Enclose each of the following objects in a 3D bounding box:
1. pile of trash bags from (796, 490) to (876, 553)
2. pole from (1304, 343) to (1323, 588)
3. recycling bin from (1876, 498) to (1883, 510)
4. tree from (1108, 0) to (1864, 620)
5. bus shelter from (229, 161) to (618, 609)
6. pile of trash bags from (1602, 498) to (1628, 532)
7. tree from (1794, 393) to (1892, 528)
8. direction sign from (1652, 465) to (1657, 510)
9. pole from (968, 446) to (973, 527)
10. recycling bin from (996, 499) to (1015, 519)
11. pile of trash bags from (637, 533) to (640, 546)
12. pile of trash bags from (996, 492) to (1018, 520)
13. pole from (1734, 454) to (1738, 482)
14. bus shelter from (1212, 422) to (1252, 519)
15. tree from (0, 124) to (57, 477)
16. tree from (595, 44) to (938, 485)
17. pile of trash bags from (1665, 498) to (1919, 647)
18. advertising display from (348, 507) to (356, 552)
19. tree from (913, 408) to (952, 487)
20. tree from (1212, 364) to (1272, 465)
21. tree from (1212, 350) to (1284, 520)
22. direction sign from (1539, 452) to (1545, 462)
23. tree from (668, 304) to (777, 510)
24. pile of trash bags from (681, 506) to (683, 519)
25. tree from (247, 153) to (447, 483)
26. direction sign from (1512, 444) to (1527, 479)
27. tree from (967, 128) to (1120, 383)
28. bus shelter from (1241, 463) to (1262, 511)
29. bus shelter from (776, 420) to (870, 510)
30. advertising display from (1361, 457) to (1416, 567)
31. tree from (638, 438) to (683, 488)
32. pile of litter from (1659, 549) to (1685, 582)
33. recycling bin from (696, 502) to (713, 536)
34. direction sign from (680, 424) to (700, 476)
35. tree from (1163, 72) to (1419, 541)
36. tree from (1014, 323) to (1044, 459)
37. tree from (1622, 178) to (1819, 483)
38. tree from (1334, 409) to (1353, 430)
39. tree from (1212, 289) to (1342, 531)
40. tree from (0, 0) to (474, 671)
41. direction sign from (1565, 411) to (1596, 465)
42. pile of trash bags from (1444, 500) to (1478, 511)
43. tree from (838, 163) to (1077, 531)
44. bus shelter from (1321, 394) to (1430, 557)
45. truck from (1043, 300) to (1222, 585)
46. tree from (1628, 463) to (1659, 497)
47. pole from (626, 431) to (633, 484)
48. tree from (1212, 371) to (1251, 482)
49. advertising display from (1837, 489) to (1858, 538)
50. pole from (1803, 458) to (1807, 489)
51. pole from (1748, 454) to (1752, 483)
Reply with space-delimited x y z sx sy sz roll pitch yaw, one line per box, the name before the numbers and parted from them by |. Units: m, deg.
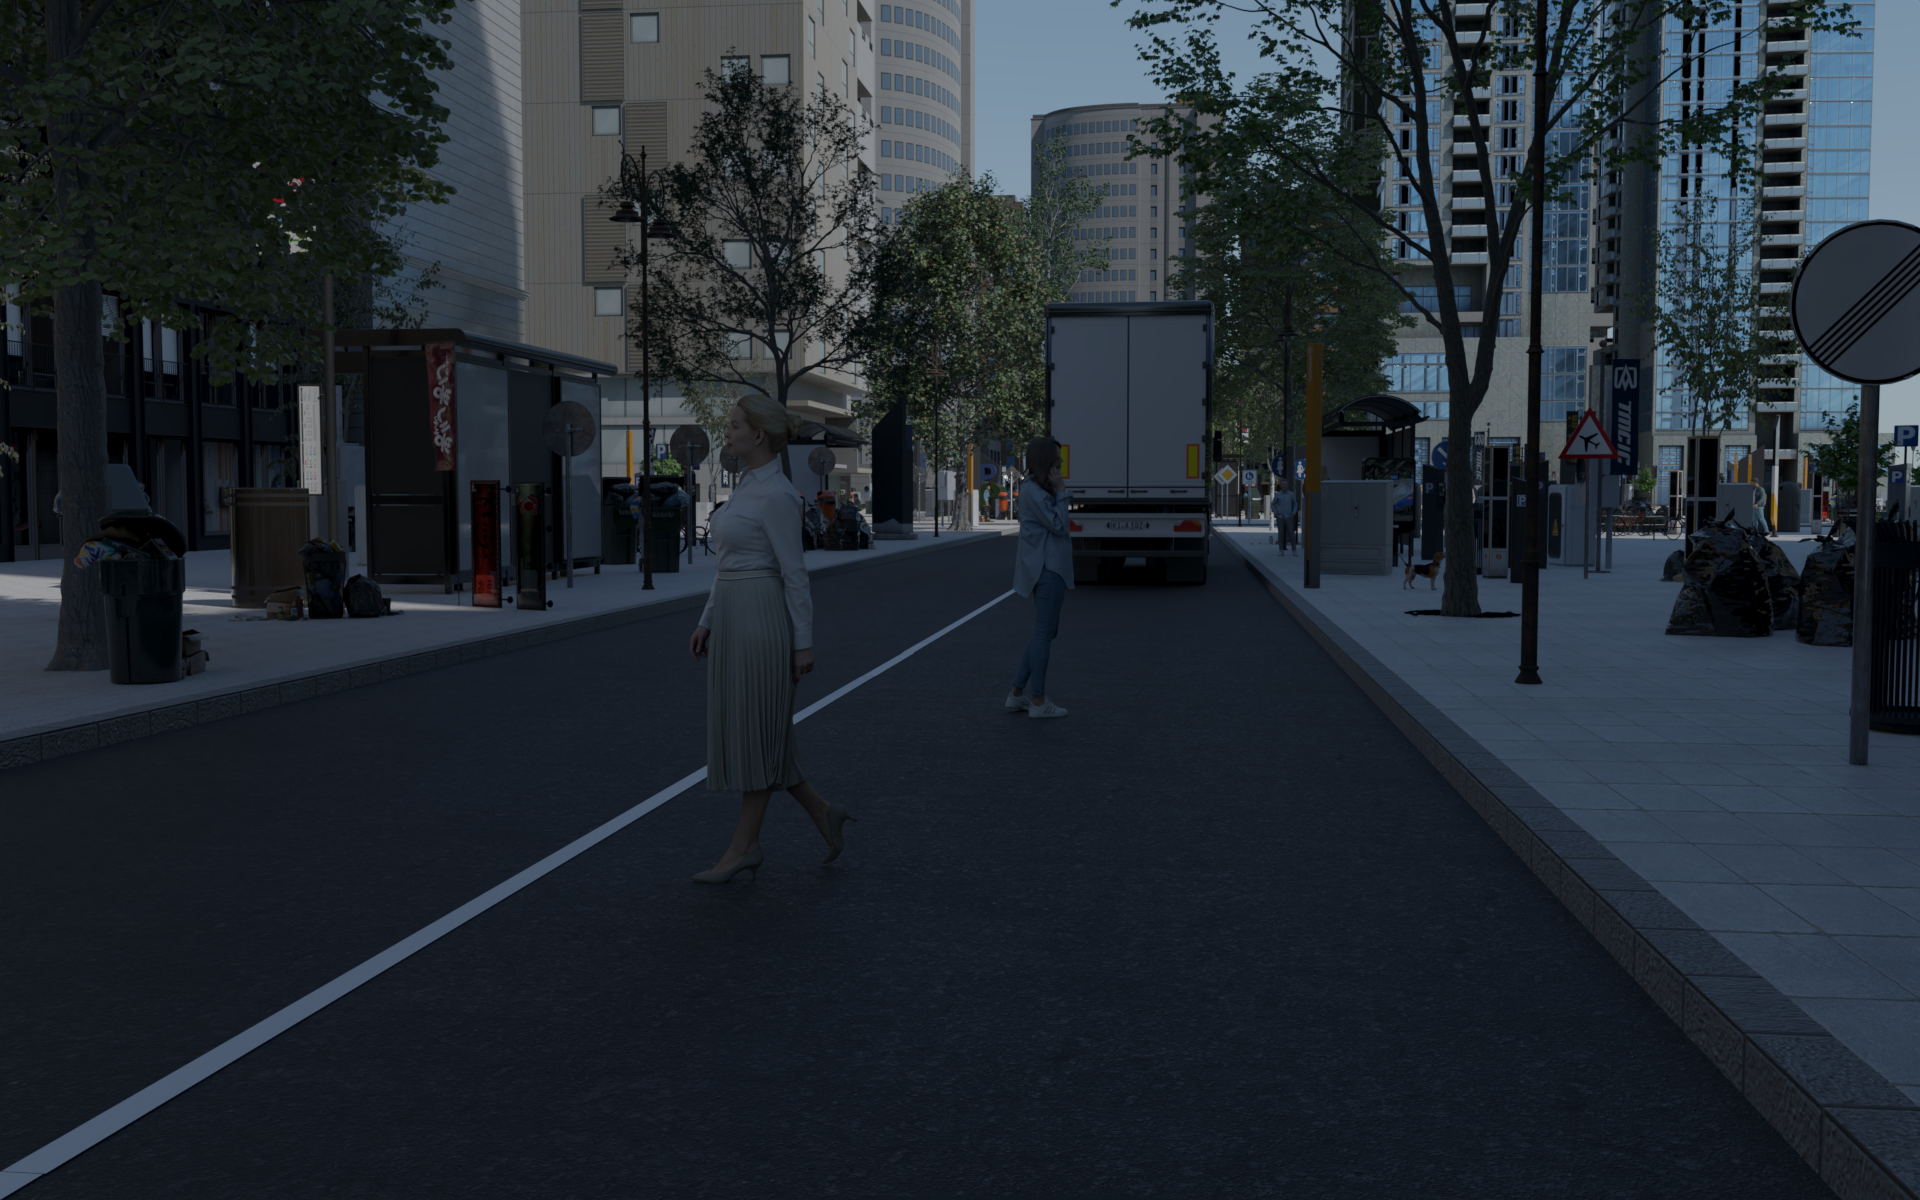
pile of trash bags | -3.226 -1.808 39.317 1.912 1.369 3.447 1 4 17
pole | 4.800 -1.815 23.525 0.158 3.312 0.155 0 3 0
recycling bin | 58.217 -5.981 110.336 0.722 1.027 0.722 -1 4 -15
tree | 5.374 -5.644 18.028 9.928 11.665 9.643 0 3 0
bus shelter | -7.100 -2.804 23.476 2.179 5.291 8.768 0 4 7
pile of trash bags | 23.727 -2.998 58.769 3.447 1.369 1.912 -1 4 -8
tree | 17.204 -2.362 33.225 1.663 3.219 1.824 0 3 0
direction sign | 54.909 -8.865 136.937 0.379 3.537 0.876 0 4 1
pole | 0.410 -4.491 67.268 0.158 3.312 0.155 0 3 0
recycling bin | 2.294 -4.625 88.173 0.722 1.027 0.722 -2 4 -35
pile of trash bags | -8.709 -1.961 41.815 1.912 1.369 3.447 0 4 -4
pile of trash bags | 3.720 -5.306 96.503 1.912 1.369 3.447 -2 4 -24
pole | 39.655 -5.794 88.575 0.158 3.312 0.155 0 3 0
bus shelter | 14.740 -7.153 94.588 2.179 5.291 8.768 0 4 7
tree | -14.822 -4.508 24.068 4.360 8.622 3.978 0 3 0
tree | -3.919 -6.254 36.658 7.601 10.594 8.767 0 4 4
pile of trash bags | 7.936 -0.329 15.131 1.912 1.369 3.447 -2 4 -32
advertising display | -13.490 -2.027 38.362 0.123 1.923 0.974 -3 4 -36
tree | -1.764 -11.565 139.449 4.360 8.622 3.978 0 3 0
tree | 17.918 -11.241 118.195 7.601 10.594 8.767 2 4 27
tree | 14.116 -8.184 84.171 4.737 8.622 4.395 0 3 0
direction sign | 31.335 -6.240 94.014 0.379 3.537 0.876 -3 5 -41
tree | -9.159 -7.029 65.283 4.360 8.622 3.978 0 3 0
pile of trash bags | -14.144 -4.440 82.352 1.912 1.369 3.447 -2 4 -30
tree | -12.626 -5.187 35.164 4.360 8.622 3.978 0 3 0
direction sign | 25.222 -5.247 77.778 0.876 3.537 0.379 0 4 3
tree | 3.595 -14.447 92.092 12.611 20.169 13.585 0 3 0
bus shelter | 22.168 -8.650 132.716 1.731 3.624 6.357 0 4 7
bus shelter | -4.057 -3.412 49.707 2.014 3.302 5.546 0 4 7
advertising display | 7.545 -1.548 30.521 0.974 1.923 0.123 -1 4 -10
tree | -17.383 -7.228 101.883 4.285 4.588 4.351 0 3 0
pile of litter | 11.149 -0.709 25.553 1.719 0.858 1.176 0 4 4
recycling bin | -7.977 -2.477 53.049 0.722 1.027 0.722 0 4 3
direction sign | -8.805 -3.950 56.573 0.876 3.537 0.379 3 4 38
tree | 8.855 -7.909 47.445 7.486 12.596 7.792 0 3 0
tree | 7.524 -13.194 122.374 9.857 13.997 8.962 0 3 0
tree | 17.962 -5.554 41.175 4.737 8.622 4.395 0 3 0
tree | 25.775 -10.486 121.811 4.737 8.622 4.395 0 3 0
tree | 11.140 -6.725 60.324 4.360 8.622 3.978 0 3 0
tree | -6.727 -5.783 12.677 7.486 12.596 7.792 0 3 0
direction sign | 16.932 -3.383 47.313 0.876 3.537 0.379 -1 4 -13
pile of trash bags | 18.519 -3.318 64.009 3.447 1.369 1.912 -3 4 -36
tree | 0.080 -8.775 60.484 9.611 12.733 9.660 0 3 0
bus shelter | 8.843 -2.694 37.965 2.014 3.302 5.546 0 4 7
truck | 3.250 -2.562 30.797 2.839 4.237 11.283 1 4 8
tree | 43.145 -6.985 108.813 1.663 3.219 1.824 0 3 0
pole | -10.637 -3.790 55.809 0.158 3.312 0.155 0 3 0
tree | 23.936 -15.917 166.894 9.857 13.997 8.962 0 3 0
advertising display | 23.993 -2.526 46.514 0.123 1.923 0.974 -1 4 -20
pole | 47.713 -6.360 97.825 0.158 3.312 0.155 0 3 0
pole | 40.436 -5.803 88.728 0.158 3.312 0.155 0 3 0
